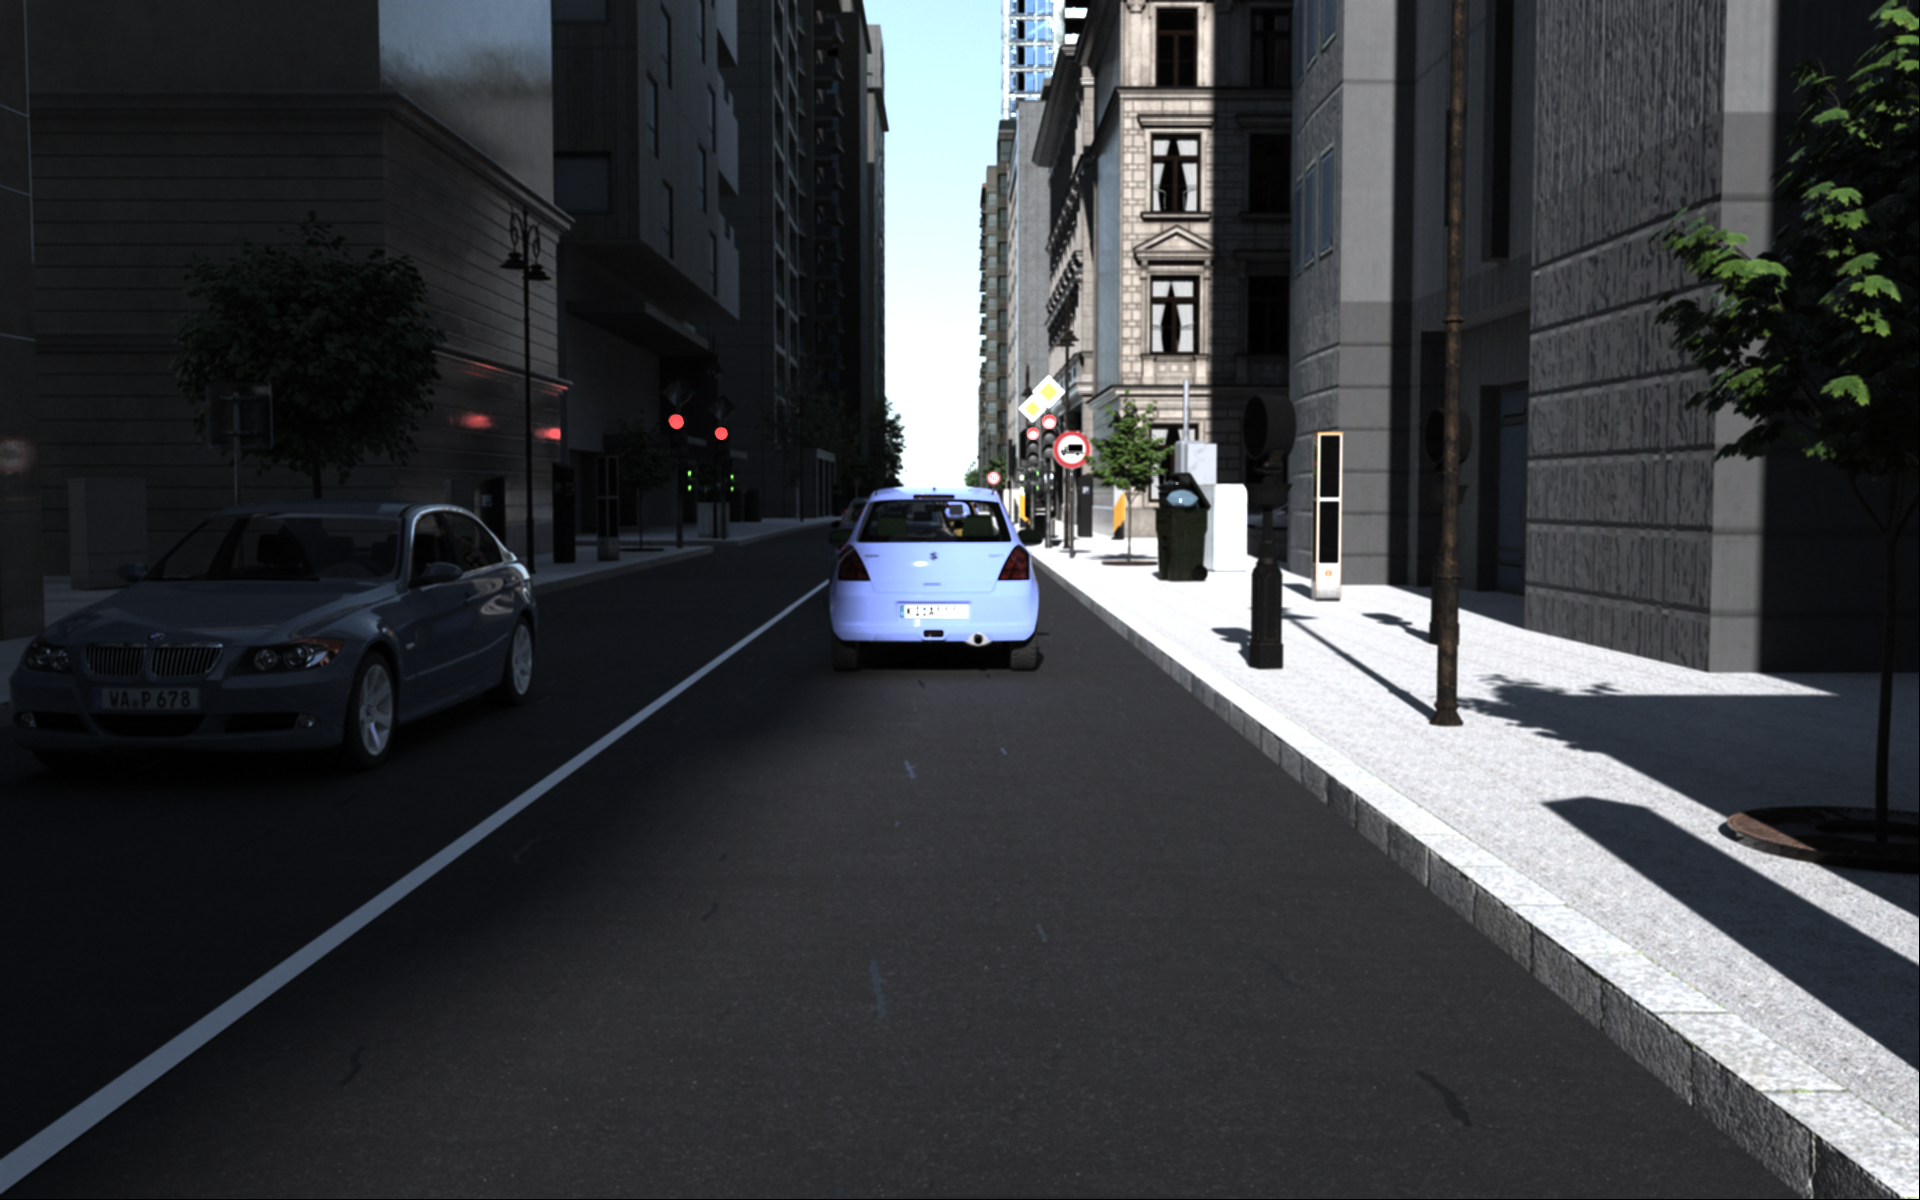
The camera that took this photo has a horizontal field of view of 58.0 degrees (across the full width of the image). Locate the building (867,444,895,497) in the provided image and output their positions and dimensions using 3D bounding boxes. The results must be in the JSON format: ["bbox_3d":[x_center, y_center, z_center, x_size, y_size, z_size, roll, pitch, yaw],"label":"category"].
[{"bbox_3d":[-25.571,-33.989,247.595,32.217,40.220,23.993,0,4,0],"label":"building"}]

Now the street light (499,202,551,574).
[{"bbox_3d":[-6.933,-3.364,27.787,0.468,5.910,1.993,0,4,0],"label":"street light"}]

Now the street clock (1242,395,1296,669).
[{"bbox_3d":[2.259,-0.499,12.723,0.358,2.002,0.471,-1,4,-14],"label":"street clock"}]

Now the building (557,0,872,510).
[{"bbox_3d":[-23.986,-36.158,180.415,28.713,52.752,27.495,0,4,0],"label":"building"}]

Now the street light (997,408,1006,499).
[{"bbox_3d":[2.214,-7.335,92.709,0.468,5.910,1.993,0,4,0],"label":"street light"}]

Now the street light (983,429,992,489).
[{"bbox_3d":[2.087,-9.200,123.203,0.468,5.910,1.993,0,4,0],"label":"street light"}]

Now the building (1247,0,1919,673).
[{"bbox_3d":[15.782,-29.522,24.676,21.231,58.520,28.212,0,4,0],"label":"building"}]

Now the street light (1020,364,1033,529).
[{"bbox_3d":[2.400,-5.435,61.655,0.468,5.910,1.993,0,4,0],"label":"street light"}]

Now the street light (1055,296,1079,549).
[{"bbox_3d":[2.508,-4.147,40.593,0.468,5.910,1.993,0,4,0],"label":"street light"}]

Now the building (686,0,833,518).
[{"bbox_3d":[-17.862,-40.486,100.195,20.563,71.187,20.611,0,4,0],"label":"building"}]

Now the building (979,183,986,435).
[{"bbox_3d":[13.738,-35.756,239.227,22.147,44.769,28.867,0,4,0],"label":"building"}]

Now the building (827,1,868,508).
[{"bbox_3d":[-15.718,-31.154,159.476,14.600,45.320,14.200,0,4,0],"label":"building"}]

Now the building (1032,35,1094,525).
[{"bbox_3d":[8.814,-14.252,83.935,10.553,20.767,40.483,0,4,0],"label":"building"}]

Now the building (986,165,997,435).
[{"bbox_3d":[10.218,-32.678,217.878,14.154,41.232,14.086,0,4,0],"label":"building"}]

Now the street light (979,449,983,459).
[{"bbox_3d":[1.952,-10.184,139.292,0.468,5.910,1.993,0,4,0],"label":"street light"}]

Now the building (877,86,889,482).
[{"bbox_3d":[-23.763,-38.672,221.527,28.713,52.752,27.495,0,4,0],"label":"building"}]

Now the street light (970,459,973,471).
[{"bbox_3d":[1.652,-13.920,200.386,0.468,5.910,1.993,0,4,0],"label":"street light"}]

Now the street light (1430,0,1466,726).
[{"bbox_3d":[2.711,-2.244,9.474,0.468,5.910,1.993,0,4,0],"label":"street light"}]

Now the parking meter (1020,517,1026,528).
[{"bbox_3d":[2.421,-3.683,65.924,0.255,1.863,0.399,0,4,-3],"label":"parking meter"}]

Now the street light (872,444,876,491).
[{"bbox_3d":[-7.723,-11.224,156.306,0.468,5.910,1.993,0,4,0],"label":"street light"}]

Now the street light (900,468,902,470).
[{"bbox_3d":[-8.182,-16.336,239.872,0.468,5.910,1.993,0,4,0],"label":"street light"}]

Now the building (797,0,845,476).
[{"bbox_3d":[-20.756,-29.562,137.970,22.147,44.769,28.867,0,4,0],"label":"building"}]

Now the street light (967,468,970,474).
[{"bbox_3d":[1.489,-15.193,221.189,0.468,5.910,1.993,0,4,0],"label":"street light"}]

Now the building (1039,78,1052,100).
[{"bbox_3d":[19.204,-28.373,155.774,32.217,40.220,23.993,0,4,0],"label":"building"}]

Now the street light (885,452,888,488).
[{"bbox_3d":[-7.965,-13.091,186.817,0.468,5.910,1.993,0,4,0],"label":"street light"}]

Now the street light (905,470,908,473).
[{"bbox_3d":[-8.418,-18.221,270.703,0.468,5.910,1.993,0,4,0],"label":"street light"}]

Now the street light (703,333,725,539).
[{"bbox_3d":[-7.060,-4.711,49.807,0.468,5.910,1.993,0,4,0],"label":"street light"}]

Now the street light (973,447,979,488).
[{"bbox_3d":[1.801,-12.055,169.892,0.468,5.910,1.993,0,4,0],"label":"street light"}]

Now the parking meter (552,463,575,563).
[{"bbox_3d":[-7.368,-1.622,32.233,0.399,1.863,0.255,3,4,38],"label":"parking meter"}]

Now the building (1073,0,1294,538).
[{"bbox_3d":[13.574,-11.642,54.971,19.286,19.102,10.561,0,4,0],"label":"building"}]

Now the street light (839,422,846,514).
[{"bbox_3d":[-7.458,-8.450,110.945,0.468,5.910,1.993,0,4,0],"label":"street light"}]

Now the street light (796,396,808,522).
[{"bbox_3d":[-7.363,-6.585,80.450,0.468,5.910,1.993,0,4,0],"label":"street light"}]

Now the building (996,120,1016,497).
[{"bbox_3d":[9.847,-22.343,137.002,14.160,30.474,14.107,0,4,0],"label":"building"}]

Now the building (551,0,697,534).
[{"bbox_3d":[-22.721,-28.904,61.812,28.713,52.752,27.495,0,4,0],"label":"building"}]

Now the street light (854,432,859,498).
[{"bbox_3d":[-7.588,-9.356,125.764,0.468,5.910,1.993,0,4,0],"label":"street light"}]

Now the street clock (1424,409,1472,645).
[{"bbox_3d":[4.131,-0.621,14.720,0.358,2.002,0.471,-1,4,-9],"label":"street clock"}]

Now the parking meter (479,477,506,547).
[{"bbox_3d":[-6.770,-1.020,25.082,0.372,1.533,0.369,0,3,0],"label":"parking meter"}]

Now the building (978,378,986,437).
[{"bbox_3d":[16.840,-25.953,269.374,27.650,21.520,28.899,0,4,0],"label":"building"}]

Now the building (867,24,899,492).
[{"bbox_3d":[-19.840,-50.843,269.529,20.563,71.187,20.611,0,4,0],"label":"building"}]

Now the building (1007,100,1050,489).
[{"bbox_3d":[9.431,-18.124,114.344,12.078,24.808,19.932,0,4,0],"label":"building"}]

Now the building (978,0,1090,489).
[{"bbox_3d":[13.335,-53.156,181.772,22.319,86.520,31.000,0,4,0],"label":"building"}]

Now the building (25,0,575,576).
[{"bbox_3d":[-25.819,-13.085,33.032,34.723,24.649,14.460,0,4,0],"label":"building"}]
